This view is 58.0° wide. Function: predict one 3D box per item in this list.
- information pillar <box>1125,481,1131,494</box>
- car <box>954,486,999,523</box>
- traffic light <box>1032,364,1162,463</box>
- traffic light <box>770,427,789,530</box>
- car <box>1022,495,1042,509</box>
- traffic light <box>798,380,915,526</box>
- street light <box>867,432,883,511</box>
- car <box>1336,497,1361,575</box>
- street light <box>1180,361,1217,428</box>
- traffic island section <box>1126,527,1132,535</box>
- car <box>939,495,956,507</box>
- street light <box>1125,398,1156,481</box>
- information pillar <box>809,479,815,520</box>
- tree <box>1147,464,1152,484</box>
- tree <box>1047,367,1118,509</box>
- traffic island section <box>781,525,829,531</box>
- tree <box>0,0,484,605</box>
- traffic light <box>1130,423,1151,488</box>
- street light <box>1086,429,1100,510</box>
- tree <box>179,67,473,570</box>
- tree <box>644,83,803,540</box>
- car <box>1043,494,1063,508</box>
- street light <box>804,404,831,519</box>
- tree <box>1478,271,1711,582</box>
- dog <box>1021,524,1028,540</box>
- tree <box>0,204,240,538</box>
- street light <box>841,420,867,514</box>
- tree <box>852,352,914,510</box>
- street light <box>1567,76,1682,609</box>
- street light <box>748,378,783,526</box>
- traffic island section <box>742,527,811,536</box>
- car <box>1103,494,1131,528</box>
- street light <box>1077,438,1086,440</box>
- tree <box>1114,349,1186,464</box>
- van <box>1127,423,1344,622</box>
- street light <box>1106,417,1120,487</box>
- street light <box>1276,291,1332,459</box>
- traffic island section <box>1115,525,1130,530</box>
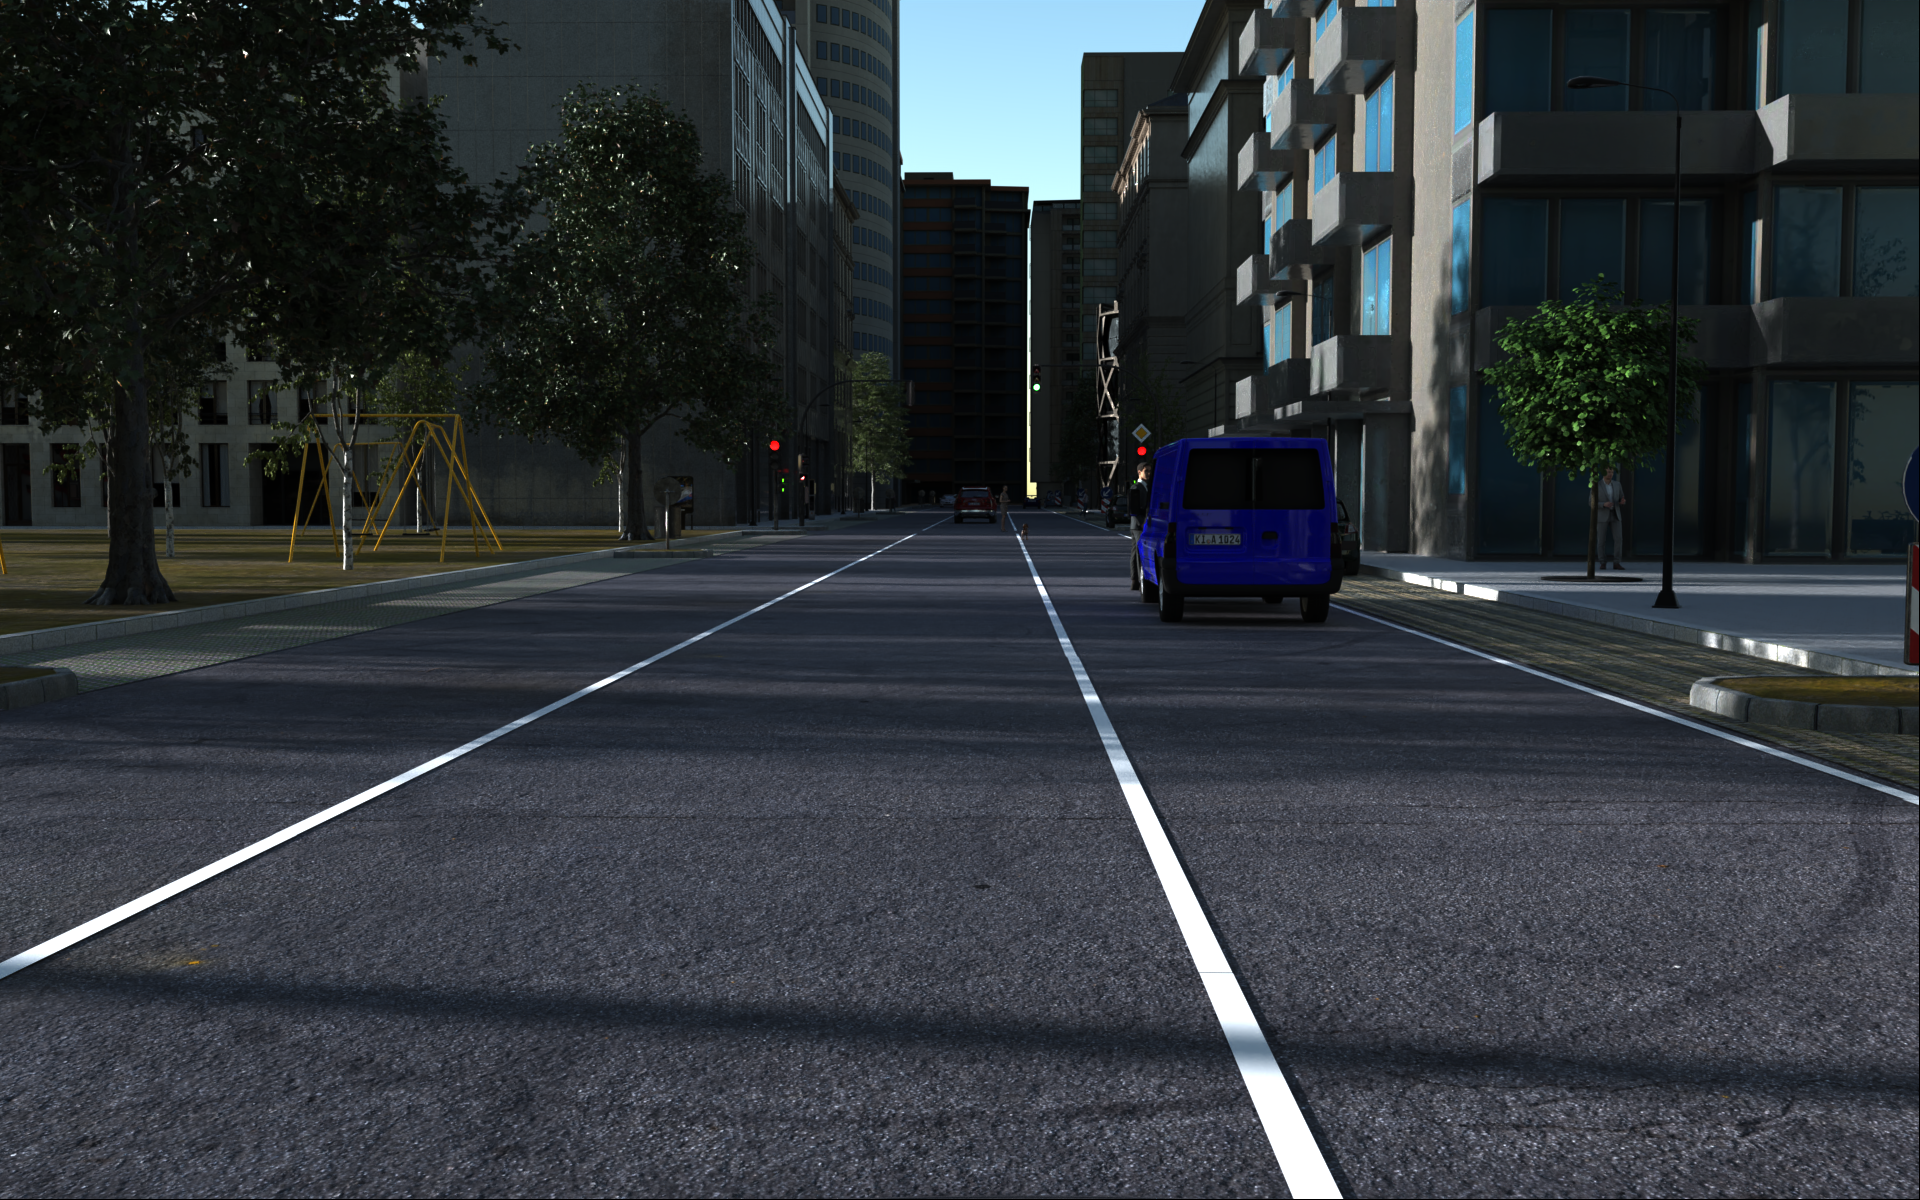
[{"bbox_3d":[9.312,-5.606,96.154,0.304,2.012,0.304,0,4,8],"label":"information pillar"},{"bbox_3d":[0.791,-4.737,86.120,2.281,1.827,5.304,0,4,2],"label":"car"},{"bbox_3d":[4.894,-5.259,60.655,4.771,5.953,1.251,0,4,1],"label":"traffic light"},{"bbox_3d":[-6.471,-4.411,61.036,0.839,4.253,0.868,0,4,1],"label":"traffic light"},{"bbox_3d":[6.987,-9.549,168.711,1.945,1.354,3.894,0,4,2],"label":"car"},{"bbox_3d":[-4.197,-5.770,69.007,4.771,5.953,1.251,0,4,1],"label":"traffic light"},{"bbox_3d":[-6.431,-9.589,129.322,1.470,5.913,1.316,0,4,1],"label":"street light"},{"bbox_3d":[6.174,-1.344,31.766,2.009,1.686,4.222,0,4,2],"label":"car"},{"bbox_3d":[8.357,-5.374,60.411,1.470,5.913,1.316,0,4,1],"label":"street light"},{"bbox_3d":[7.027,-2.360,60.862,2.009,0.180,2.903,0,4,1],"label":"traffic island section"},{"bbox_3d":[-1.177,-10.658,186.614,2.083,1.381,4.827,0,4,2],"label":"car"},{"bbox_3d":[8.906,-6.813,83.933,1.470,5.913,1.316,0,4,1],"label":"street light"},{"bbox_3d":[-7.392,-5.007,86.350,0.304,2.012,0.304,0,4,-5],"label":"information pillar"},{"bbox_3d":[10.691,-6.028,93.154,1.663,3.219,1.824,0,3,0],"label":"tree"},{"bbox_3d":[12.402,-14.391,152.298,9.611,12.733,9.660,0,3,0],"label":"tree"},{"bbox_3d":[-6.330,-2.867,69.155,2.009,0.180,2.903,0,4,1],"label":"traffic island section"},{"bbox_3d":[-9.751,-6.313,20.223,9.611,12.733,9.660,0,3,0],"label":"tree"},{"bbox_3d":[7.168,-4.881,68.732,0.839,4.253,0.868,0,4,1],"label":"traffic light"},{"bbox_3d":[9.977,-9.258,123.902,1.470,5.913,1.316,0,4,1],"label":"street light"},{"bbox_3d":[-10.494,-4.833,29.379,4.737,8.622,4.395,0,3,0],"label":"tree"},{"bbox_3d":[-9.145,-8.008,47.940,9.611,12.733,9.660,0,3,0],"label":"tree"},{"bbox_3d":[9.387,-9.922,174.233,2.014,1.417,4.499,0,4,0],"label":"car"},{"bbox_3d":[-7.373,-7.148,89.417,1.470,5.913,1.316,0,4,1],"label":"street light"},{"bbox_3d":[9.339,-2.567,25.679,4.285,4.588,4.351,0,3,0],"label":"tree"},{"bbox_3d":[2.048,-2.142,54.313,0.406,0.507,0.540,-3,5,-43],"label":"dog"},{"bbox_3d":[-24.921,-7.074,50.075,8.767,10.594,7.601,1,4,16],"label":"tree"},{"bbox_3d":[-6.849,-8.367,109.337,1.470,5.913,1.316,0,4,1],"label":"street light"},{"bbox_3d":[-7.300,-13.470,138.355,7.486,12.596,7.792,0,3,0],"label":"tree"},{"bbox_3d":[7.450,-2.867,19.416,1.470,5.913,1.316,0,4,1],"label":"street light"},{"bbox_3d":[-7.790,-5.930,69.494,1.470,5.913,1.316,0,4,1],"label":"street light"},{"bbox_3d":[-6.510,-2.379,61.172,2.009,0.180,2.903,0,4,1],"label":"traffic island section"},{"bbox_3d":[7.125,-3.907,73.663,2.009,1.686,4.222,0,4,2],"label":"car"},{"bbox_3d":[10.367,-10.476,143.825,1.470,5.913,1.316,0,4,1],"label":"street light"},{"bbox_3d":[9.742,-8.365,87.132,4.737,8.622,4.395,0,3,0],"label":"tree"},{"bbox_3d":[3.244,-1.018,21.033,2.240,2.365,5.245,0,4,2],"label":"van"},{"bbox_3d":[9.453,-8.039,103.982,1.470,5.913,1.316,0,4,1],"label":"street light"},{"bbox_3d":[7.915,-4.107,39.685,1.470,5.913,1.316,0,4,1],"label":"street light"},{"bbox_3d":[7.208,-2.848,68.845,2.009,0.180,2.903,0,4,1],"label":"traffic island section"}]
